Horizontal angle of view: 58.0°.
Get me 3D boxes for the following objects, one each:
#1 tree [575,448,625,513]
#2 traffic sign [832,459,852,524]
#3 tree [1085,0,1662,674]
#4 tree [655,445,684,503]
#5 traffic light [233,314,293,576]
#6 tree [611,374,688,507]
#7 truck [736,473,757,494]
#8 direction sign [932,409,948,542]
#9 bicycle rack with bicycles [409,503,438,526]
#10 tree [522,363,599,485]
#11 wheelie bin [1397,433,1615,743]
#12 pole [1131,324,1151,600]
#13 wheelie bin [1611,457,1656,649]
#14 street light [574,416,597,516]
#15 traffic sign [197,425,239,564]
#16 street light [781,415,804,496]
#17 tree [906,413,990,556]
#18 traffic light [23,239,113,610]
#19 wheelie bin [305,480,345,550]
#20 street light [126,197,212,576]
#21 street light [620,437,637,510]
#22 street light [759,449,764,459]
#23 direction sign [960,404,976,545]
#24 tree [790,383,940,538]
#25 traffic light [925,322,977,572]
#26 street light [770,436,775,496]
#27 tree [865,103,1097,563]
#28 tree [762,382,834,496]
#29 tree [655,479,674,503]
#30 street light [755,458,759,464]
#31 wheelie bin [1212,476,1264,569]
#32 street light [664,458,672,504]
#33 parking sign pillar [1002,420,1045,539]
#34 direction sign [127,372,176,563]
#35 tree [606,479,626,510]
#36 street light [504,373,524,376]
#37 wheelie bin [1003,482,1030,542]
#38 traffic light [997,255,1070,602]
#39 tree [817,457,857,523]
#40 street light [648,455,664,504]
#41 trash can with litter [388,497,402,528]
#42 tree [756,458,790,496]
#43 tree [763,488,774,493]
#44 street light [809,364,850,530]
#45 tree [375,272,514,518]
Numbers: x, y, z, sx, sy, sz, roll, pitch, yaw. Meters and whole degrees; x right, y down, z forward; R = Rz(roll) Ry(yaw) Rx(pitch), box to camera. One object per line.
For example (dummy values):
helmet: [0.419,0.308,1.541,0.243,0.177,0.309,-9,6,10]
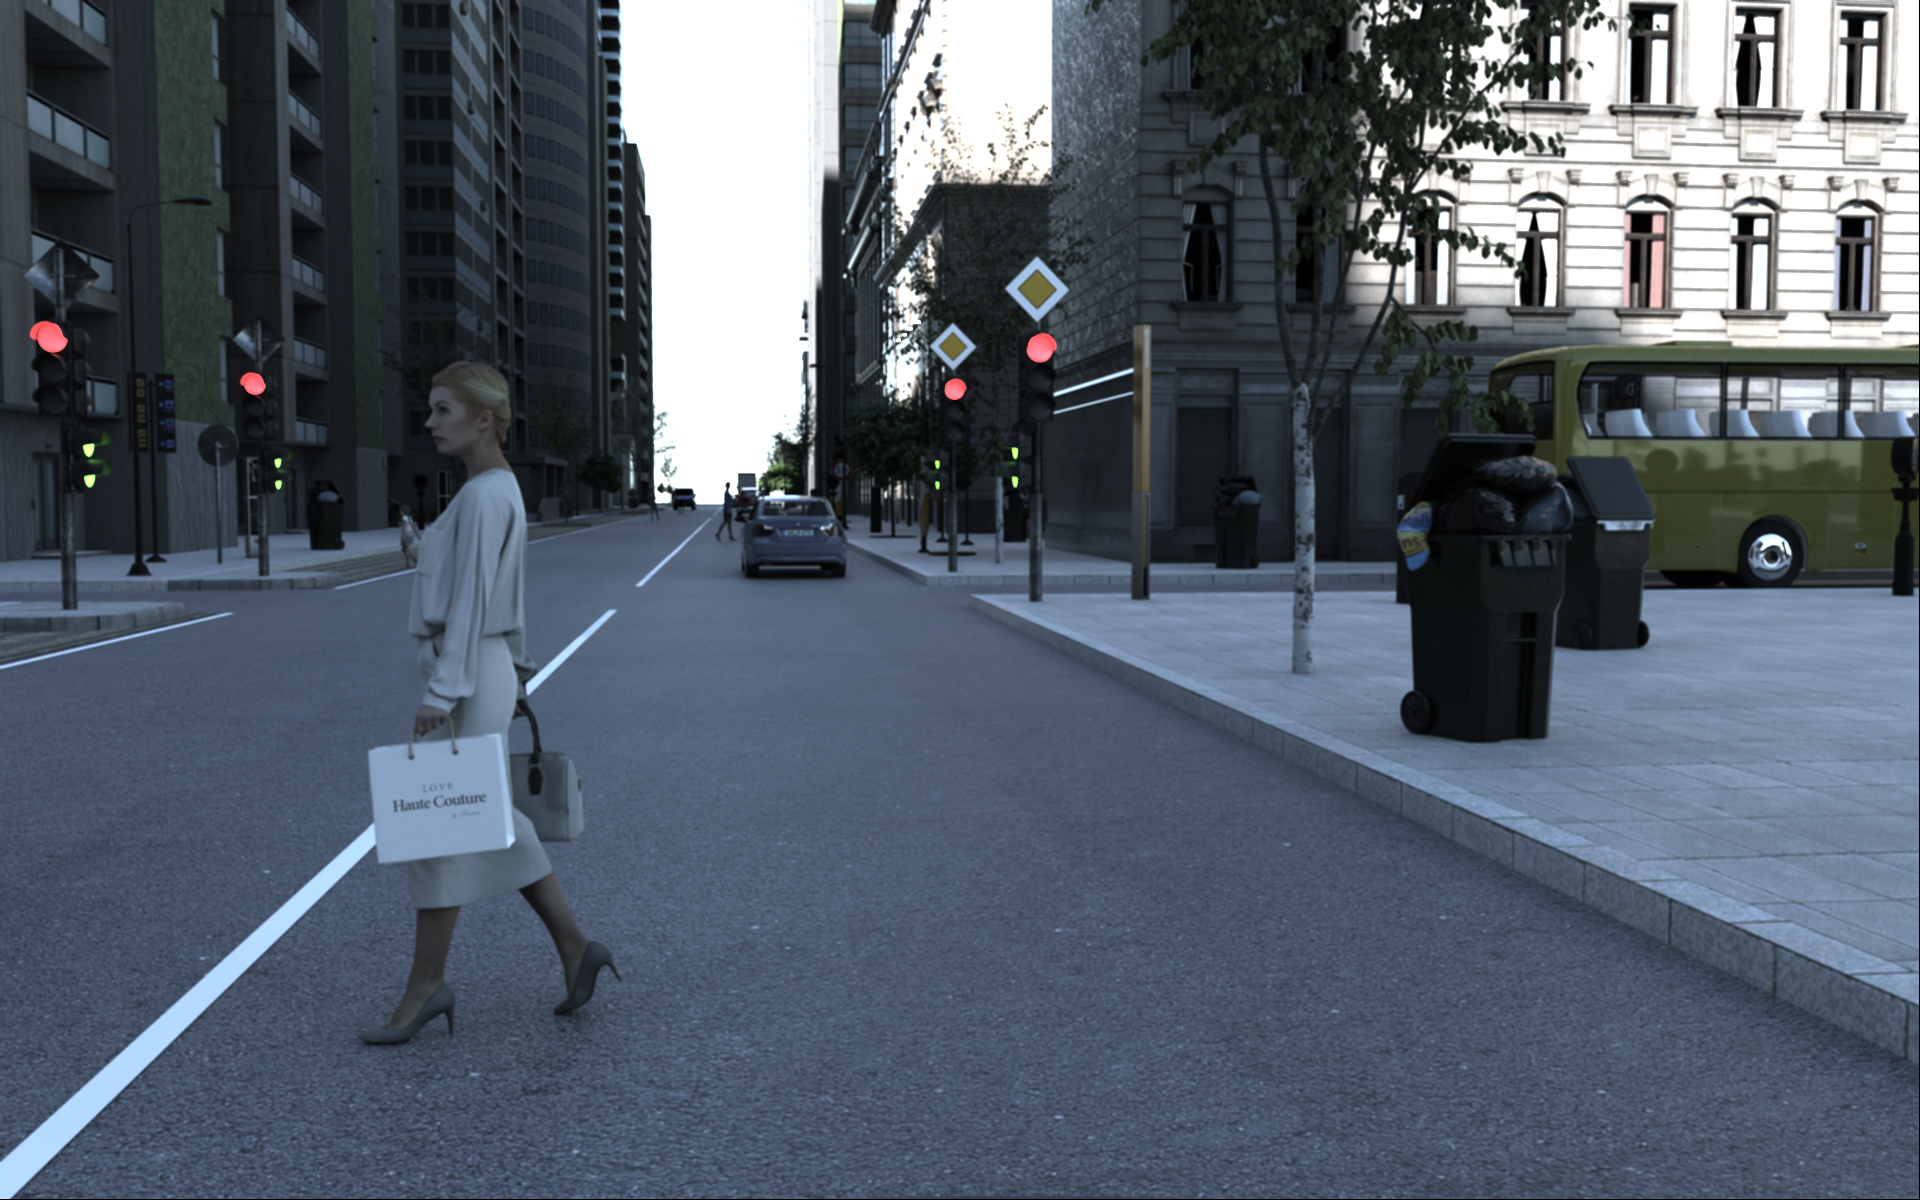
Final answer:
tree: [-25.074,-8.389,120.881,4.285,4.588,4.351,0,3,0]
traffic sign: [-4.330,-3.885,63.628,0.768,2.556,0.104,0,4,-4]
tree: [2.539,-3.766,11.930,4.737,8.622,4.395,0,3,0]
tree: [-41.466,-18.149,247.091,4.737,8.622,4.395,0,3,0]
traffic light: [-10.909,-2.334,27.075,0.839,4.253,0.868,0,4,-7]
tree: [-32.824,-16.253,176.100,12.009,13.543,11.850,0,3,0]
truck: [-28.468,-14.808,231.017,2.839,4.237,11.283,0,4,-7]
direction sign: [-0.468,-3.304,46.012,0.379,3.537,0.876,-3,4,-36]
bicycle rack with bicycles: [-21.069,-3.484,70.353,2.925,0.926,2.852,-2,4,-24]
tree: [-22.662,-9.052,98.358,4.737,8.622,4.395,0,3,0]
wheelie bin: [2.812,-0.078,9.189,0.980,1.594,0.693,-2,4,-25]
pole: [2.197,-1.660,20.985,0.158,3.312,0.155,0,3,0]
wheelie bin: [5.296,-0.402,14.480,0.980,1.594,0.693,-1,4,-21]
street light: [-22.182,-7.961,102.706,1.470,5.913,1.316,0,4,-7]
traffic sign: [-13.656,-1.944,31.884,0.768,2.556,0.104,0,4,2]
street light: [-9.843,-7.940,102.360,1.470,5.913,1.316,0,4,-7]
tree: [-0.180,-2.564,36.527,1.663,3.219,1.824,0,3,0]
traffic light: [-9.887,-1.849,19.156,0.839,4.253,0.868,0,4,-7]
wheelie bin: [-14.604,-1.954,39.861,0.980,1.594,0.693,2,4,33]
street light: [-12.390,-3.341,27.162,1.470,5.913,1.316,0,4,-7]
street light: [-27.189,-10.364,141.990,1.470,5.913,1.316,0,4,-7]
street light: [-19.764,-12.622,178.911,1.470,5.913,1.316,0,4,-7]
direction sign: [0.177,-3.148,43.473,0.379,3.537,0.876,2,4,27]
tree: [-1.955,-4.144,51.462,4.285,4.588,4.351,0,3,0]
traffic light: [-0.139,-2.419,28.477,0.839,4.253,0.868,0,4,-7]
street light: [-14.541,-10.165,138.733,1.470,5.913,1.316,0,4,-7]
tree: [0.499,-4.985,31.873,4.360,8.622,3.978,0,3,0]
tree: [-10.428,-9.949,113.035,4.360,8.622,3.978,0,3,0]
tree: [-38.130,-13.890,221.708,1.663,3.219,1.824,0,3,0]
street light: [-25.269,-15.264,222.107,1.470,5.913,1.316,0,4,-7]
wheelie bin: [4.771,-1.340,29.816,0.980,1.594,0.693,3,4,36]
street light: [-38.089,-15.482,225.664,1.470,5.913,1.316,0,4,-7]
parking sign pillar: [1.773,-3.794,50.499,1.447,3.967,1.447,-3,4,-36]
direction sign: [-15.152,-2.479,32.531,0.379,3.537,0.876,3,4,38]
tree: [-27.808,-8.791,138.326,1.663,3.219,1.824,0,3,0]
street light: [-17.383,-5.744,66.448,1.470,5.913,1.316,0,4,-7]
wheelie bin: [1.490,-2.356,46.431,0.693,1.594,0.980,1,4,20]
traffic light: [0.883,-1.935,20.557,0.839,4.253,0.868,0,4,-7]
tree: [-5.324,-5.106,78.088,1.663,3.219,1.824,0,3,0]
street light: [-32.857,-13.050,185.904,1.470,5.913,1.316,0,4,-7]
trash can with litter: [-21.445,-3.342,66.034,1.055,1.170,0.624,-3,5,-39]
tree: [-15.948,-10.512,155.583,4.285,4.588,4.351,0,3,0]
tree: [-26.948,-15.156,242.404,1.663,3.219,1.824,0,3,0]
street light: [-4.686,-5.473,62.032,1.470,5.913,1.316,0,4,-7]
tree: [-17.350,-6.605,58.362,4.360,8.622,3.978,0,3,0]
